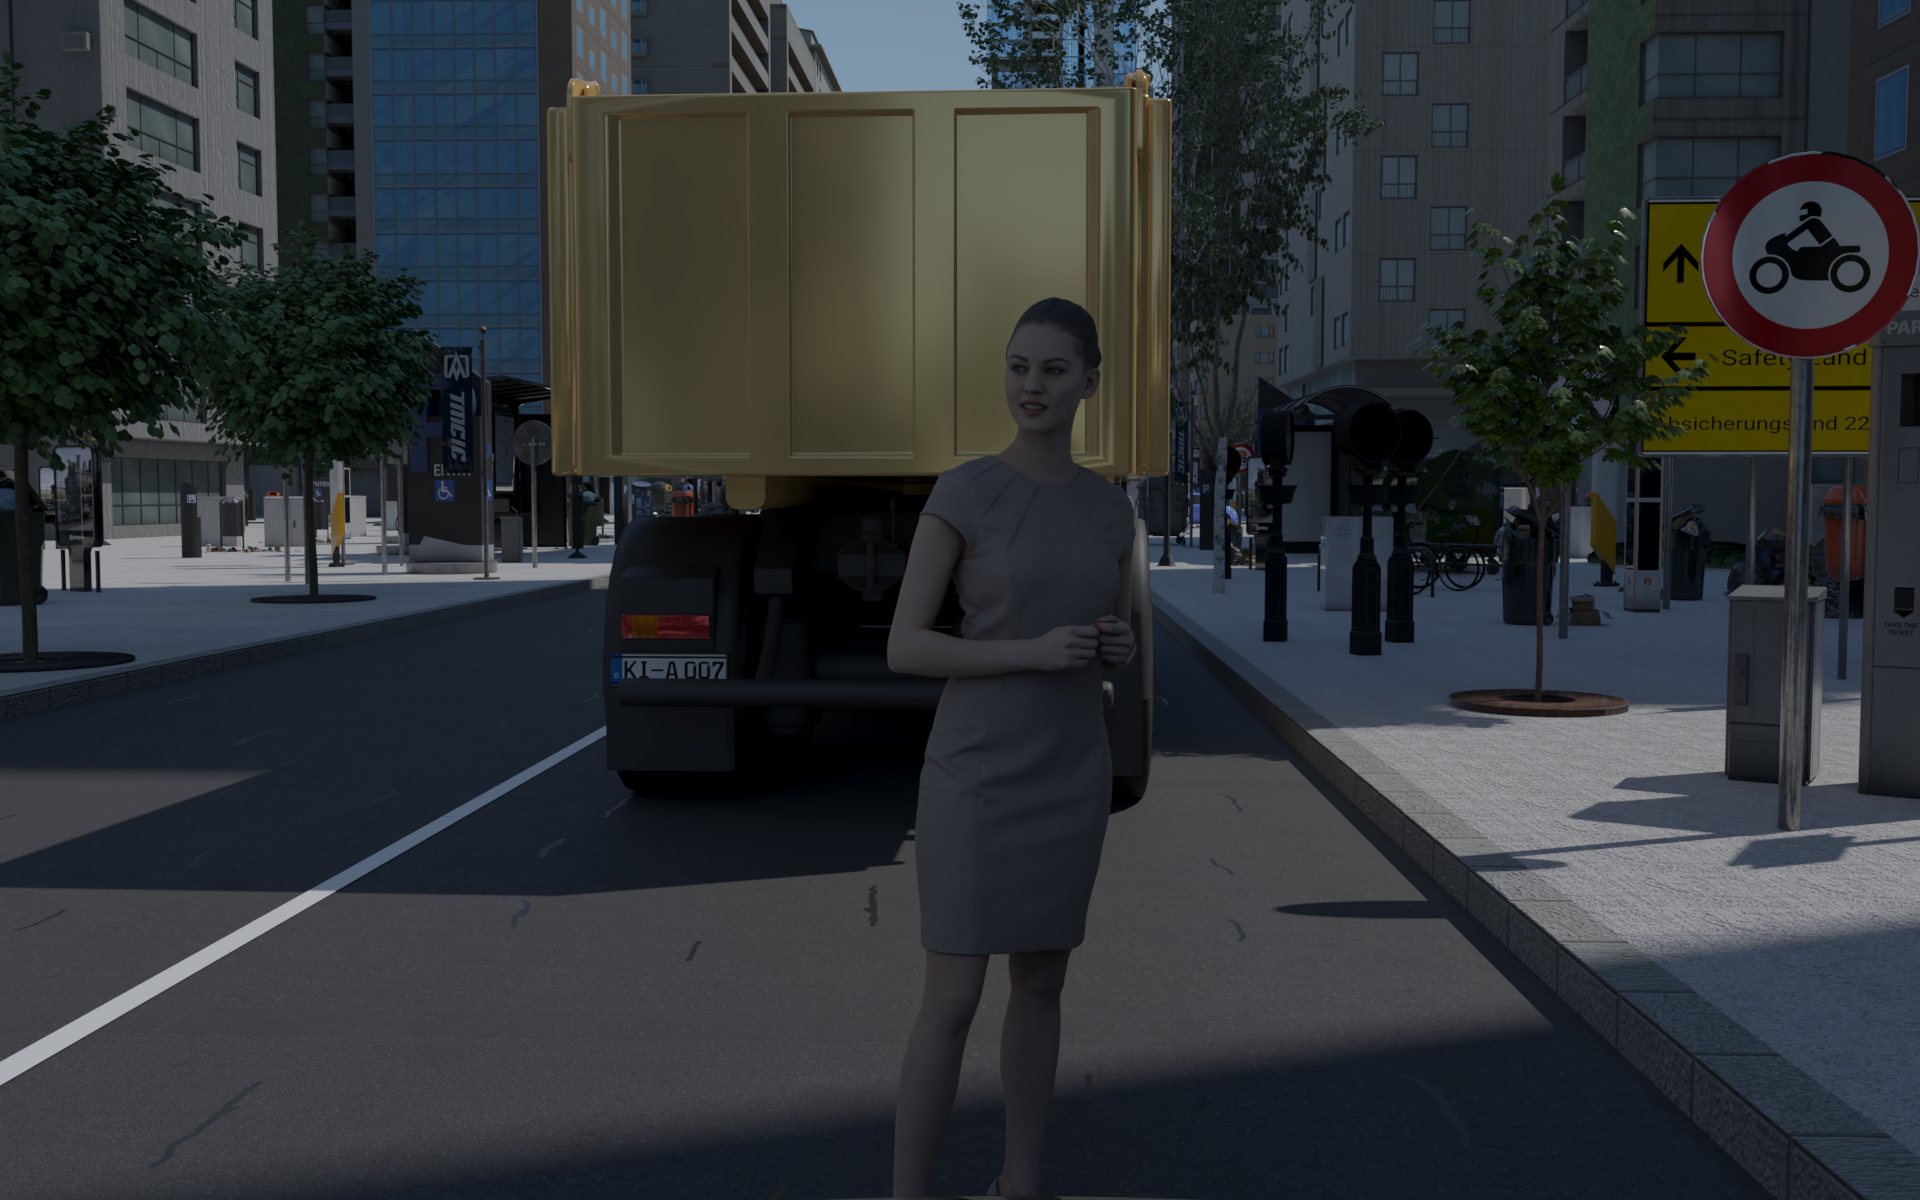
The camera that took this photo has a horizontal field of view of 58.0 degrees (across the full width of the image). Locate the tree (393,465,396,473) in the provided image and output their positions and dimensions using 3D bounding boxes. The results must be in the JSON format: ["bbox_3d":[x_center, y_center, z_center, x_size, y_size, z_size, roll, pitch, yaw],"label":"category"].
[{"bbox_3d":[-16.694,-3.586,53.235,1.663,3.219,1.824,0,3,0],"label":"tree"}]

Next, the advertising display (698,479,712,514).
[{"bbox_3d":[-7.231,-2.673,48.914,0.123,1.923,0.974,-2,4,-30],"label":"advertising display"}]

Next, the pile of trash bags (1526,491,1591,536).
[{"bbox_3d":[14.001,-1.834,39.746,1.912,1.369,3.447,3,5,42],"label":"pile of trash bags"}]

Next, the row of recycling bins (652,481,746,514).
[{"bbox_3d":[-8.802,-3.095,57.713,3.534,1.692,1.069,-2,4,-35],"label":"row of recycling bins"}]

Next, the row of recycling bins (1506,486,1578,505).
[{"bbox_3d":[29.228,-4.917,87.505,3.534,1.692,1.069,2,4,24],"label":"row of recycling bins"}]

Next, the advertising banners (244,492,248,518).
[{"bbox_3d":[-36.398,-5.554,86.989,0.090,3.025,2.074,1,4,12],"label":"advertising banners"}]

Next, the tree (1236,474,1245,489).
[{"bbox_3d":[22.973,-9.198,134.094,4.285,4.588,4.351,0,3,0],"label":"tree"}]

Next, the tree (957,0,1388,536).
[{"bbox_3d":[7.054,-12.014,52.311,12.611,20.169,13.585,0,3,0],"label":"tree"}]

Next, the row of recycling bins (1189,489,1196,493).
[{"bbox_3d":[18.987,-8.086,139.311,3.534,1.692,1.069,-1,4,-10],"label":"row of recycling bins"}]

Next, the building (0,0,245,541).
[{"bbox_3d":[-29.854,-17.250,53.740,14.107,30.474,14.160,0,4,2],"label":"building"}]

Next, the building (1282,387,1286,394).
[{"bbox_3d":[32.148,-29.294,129.064,14.600,45.320,14.200,0,4,2],"label":"building"}]

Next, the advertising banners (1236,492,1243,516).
[{"bbox_3d":[14.688,-6.117,96.205,2.074,3.025,0.090,1,4,9],"label":"advertising banners"}]

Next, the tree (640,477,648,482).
[{"bbox_3d":[-15.914,-5.857,90.362,1.663,3.219,1.824,0,3,0],"label":"tree"}]

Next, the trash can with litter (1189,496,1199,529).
[{"bbox_3d":[8.713,-3.281,64.707,1.678,1.210,2.233,-3,4,-38],"label":"trash can with litter"}]

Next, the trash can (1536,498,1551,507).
[{"bbox_3d":[21.193,-3.157,63.277,0.748,1.137,0.748,0,3,0],"label":"trash can"}]

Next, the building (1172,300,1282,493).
[{"bbox_3d":[37.352,-20.562,181.223,27.650,21.520,28.899,0,4,2],"label":"building"}]

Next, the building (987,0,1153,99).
[{"bbox_3d":[15.801,-58.012,261.170,31.000,86.520,22.319,0,4,2],"label":"building"}]

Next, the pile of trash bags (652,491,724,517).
[{"bbox_3d":[-7.212,-2.208,45.850,1.912,1.369,3.447,0,4,-2],"label":"pile of trash bags"}]

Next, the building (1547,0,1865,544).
[{"bbox_3d":[24.291,-22.319,48.510,14.154,41.232,14.086,0,4,2],"label":"building"}]

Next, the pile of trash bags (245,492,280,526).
[{"bbox_3d":[-29.096,-3.660,69.593,3.447,1.369,1.912,-2,4,-27],"label":"pile of trash bags"}]

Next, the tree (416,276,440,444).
[{"bbox_3d":[-7.800,-2.274,20.886,4.285,4.588,4.351,0,3,0],"label":"tree"}]

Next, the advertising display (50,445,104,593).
[{"bbox_3d":[-11.577,-1.073,22.752,0.974,1.923,0.123,2,4,35],"label":"advertising display"}]

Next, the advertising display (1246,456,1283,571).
[{"bbox_3d":[5.101,-1.459,29.068,0.123,1.923,0.974,-1,4,-21],"label":"advertising display"}]

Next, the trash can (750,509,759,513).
[{"bbox_3d":[-13.887,-6.448,117.071,0.748,1.137,0.748,0,3,0],"label":"trash can"}]

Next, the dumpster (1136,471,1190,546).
[{"bbox_3d":[5.120,-2.321,43.710,1.264,1.857,1.865,0,4,2],"label":"dumpster"}]

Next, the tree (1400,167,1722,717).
[{"bbox_3d":[3.615,-0.961,10.308,1.663,3.219,1.824,0,3,0],"label":"tree"}]

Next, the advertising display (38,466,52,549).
[{"bbox_3d":[-20.879,-2.147,40.313,0.974,1.923,0.123,-2,4,-28],"label":"advertising display"}]

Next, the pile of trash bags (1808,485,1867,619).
[{"bbox_3d":[9.541,-0.496,17.859,1.912,1.369,3.447,3,5,40],"label":"pile of trash bags"}]

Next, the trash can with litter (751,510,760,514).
[{"bbox_3d":[-14.588,-7.280,130.084,2.233,1.210,1.678,-1,4,-8],"label":"trash can with litter"}]

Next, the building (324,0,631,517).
[{"bbox_3d":[-27.543,-27.566,100.809,14.600,45.320,14.200,0,4,2],"label":"building"}]

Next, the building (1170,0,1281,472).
[{"bbox_3d":[33.734,-46.889,204.894,20.563,71.187,20.611,0,4,2],"label":"building"}]

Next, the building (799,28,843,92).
[{"bbox_3d":[-28.194,-37.569,203.487,27.495,52.752,28.713,0,4,2],"label":"building"}]

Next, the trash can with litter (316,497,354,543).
[{"bbox_3d":[-17.301,-2.117,45.674,2.233,1.210,1.678,0,4,-4],"label":"trash can with litter"}]

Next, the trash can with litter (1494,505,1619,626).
[{"bbox_3d":[5.838,-0.348,17.070,1.055,1.170,0.624,0,4,7],"label":"trash can with litter"}]

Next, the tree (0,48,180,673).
[{"bbox_3d":[-7.091,-1.792,13.014,4.285,4.588,4.351,0,3,0],"label":"tree"}]

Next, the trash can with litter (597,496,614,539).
[{"bbox_3d":[-10.692,-2.382,50.011,1.678,1.210,2.233,1,4,13],"label":"trash can with litter"}]

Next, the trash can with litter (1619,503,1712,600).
[{"bbox_3d":[8.577,-0.596,21.127,0.624,1.170,1.055,-3,5,-43],"label":"trash can with litter"}]

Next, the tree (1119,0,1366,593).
[{"bbox_3d":[3.242,-4.405,22.379,4.360,8.622,3.978,0,3,0],"label":"tree"}]

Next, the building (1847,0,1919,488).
[{"bbox_3d":[24.301,-23.007,26.269,14.600,45.320,14.200,0,4,2],"label":"building"}]

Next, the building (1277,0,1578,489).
[{"bbox_3d":[34.304,-31.514,104.494,27.495,52.752,28.713,0,4,2],"label":"building"}]

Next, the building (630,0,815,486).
[{"bbox_3d":[-25.748,-33.218,166.821,21.300,48.544,21.600,0,4,2],"label":"building"}]

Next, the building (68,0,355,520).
[{"bbox_3d":[-40.938,-20.172,101.519,14.107,30.474,14.160,0,4,2],"label":"building"}]

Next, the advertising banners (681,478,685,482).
[{"bbox_3d":[-13.738,-5.606,87.844,0.090,3.025,2.074,-2,4,-32],"label":"advertising banners"}]

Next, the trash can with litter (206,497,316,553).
[{"bbox_3d":[-15.764,-1.665,38.280,2.233,1.210,1.678,0,4,3],"label":"trash can with litter"}]
